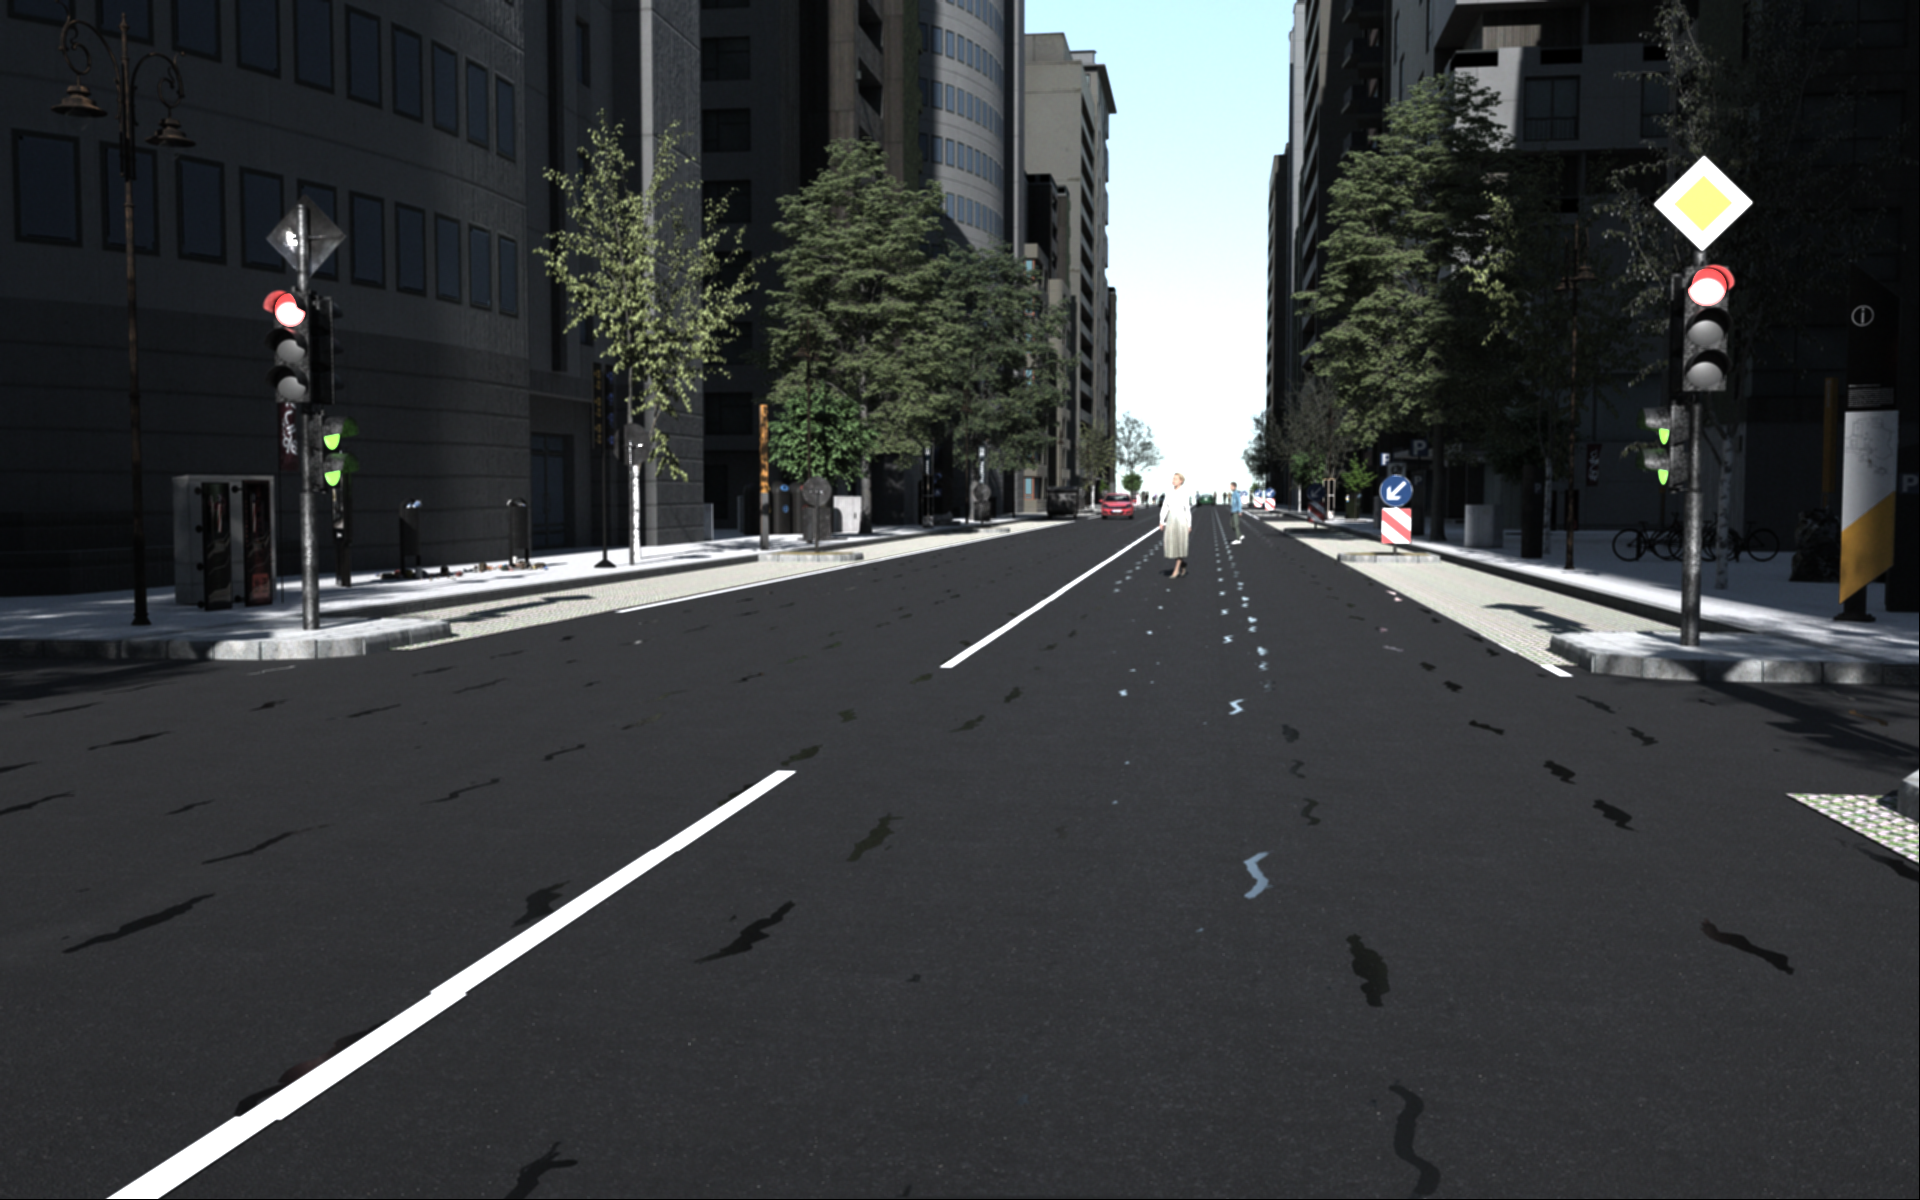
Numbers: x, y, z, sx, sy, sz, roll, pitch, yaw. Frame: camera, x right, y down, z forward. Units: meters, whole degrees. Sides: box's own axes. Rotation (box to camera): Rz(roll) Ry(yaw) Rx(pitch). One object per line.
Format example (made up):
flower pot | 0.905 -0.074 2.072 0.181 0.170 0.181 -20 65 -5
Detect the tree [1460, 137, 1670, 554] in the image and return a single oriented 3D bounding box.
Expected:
tree | 12.757 -5.279 36.666 4.737 8.622 4.395 0 3 0

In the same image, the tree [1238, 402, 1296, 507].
tree | 31.865 -14.668 174.241 8.767 10.594 7.601 3 4 39

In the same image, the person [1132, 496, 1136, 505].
person | 20.474 -11.905 203.818 0.551 1.740 0.621 -3 4 -38

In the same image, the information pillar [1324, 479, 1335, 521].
information pillar | 17.937 -4.851 83.807 0.304 2.012 0.304 0 4 -1

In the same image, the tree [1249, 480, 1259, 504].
tree | 40.020 -14.742 235.633 1.663 3.219 1.824 0 3 0

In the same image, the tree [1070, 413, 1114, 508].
tree | 12.031 -12.607 156.493 4.360 8.622 3.978 0 3 0

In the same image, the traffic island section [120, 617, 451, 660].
traffic island section | -6.168 0.358 16.431 2.009 0.180 2.903 1 4 8

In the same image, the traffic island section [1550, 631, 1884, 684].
traffic island section | 6.194 0.467 14.647 2.009 0.180 2.903 1 4 8

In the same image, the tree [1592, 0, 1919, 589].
tree | 10.457 -4.464 23.351 4.360 8.622 3.978 0 3 0

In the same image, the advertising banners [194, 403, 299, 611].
advertising banners | -8.065 -1.443 19.784 0.090 3.025 2.074 1 4 11

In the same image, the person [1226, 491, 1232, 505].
person | 36.889 -13.985 237.245 0.705 1.812 1.348 -2 4 -34

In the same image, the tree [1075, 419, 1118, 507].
tree | 12.931 -13.277 167.436 4.737 8.622 4.395 0 3 0

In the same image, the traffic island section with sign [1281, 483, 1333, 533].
traffic island section with sign | 13.008 -3.389 64.038 1.989 1.847 2.006 1 4 8

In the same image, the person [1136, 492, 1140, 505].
person | 22.554 -12.832 218.976 0.621 1.740 0.551 -1 4 -23

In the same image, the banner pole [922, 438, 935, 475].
banner pole | -1.361 -5.305 76.753 0.863 3.779 0.401 -3 5 -42

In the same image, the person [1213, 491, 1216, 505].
person | 32.934 -13.174 223.862 0.705 1.831 1.348 0 4 0

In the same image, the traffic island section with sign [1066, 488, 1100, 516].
traffic island section with sign | 8.082 -6.508 115.029 1.989 1.847 2.006 1 4 8

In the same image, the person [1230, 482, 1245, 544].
person | 7.997 -2.517 49.992 0.444 1.785 0.601 1 4 9

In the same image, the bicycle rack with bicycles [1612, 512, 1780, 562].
bicycle rack with bicycles | 14.258 -1.232 33.533 2.925 0.926 2.852 2 4 24

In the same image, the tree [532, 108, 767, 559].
tree | -6.162 -5.117 34.022 4.737 8.622 4.395 0 3 0

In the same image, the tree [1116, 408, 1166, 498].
tree | 24.493 -20.692 248.689 12.009 13.543 11.850 0 3 0

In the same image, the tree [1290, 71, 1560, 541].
tree | 12.819 -7.911 47.466 7.486 12.596 7.792 0 3 0

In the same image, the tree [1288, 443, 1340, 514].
tree | 22.713 -7.790 111.074 4.285 4.588 4.351 0 3 0

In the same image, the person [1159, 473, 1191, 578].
person | 3.738 -1.282 29.690 0.478 1.798 0.641 3 5 42

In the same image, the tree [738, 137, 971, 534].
tree | -3.295 -8.442 56.154 7.486 12.596 7.792 0 3 0

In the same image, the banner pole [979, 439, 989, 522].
banner pole | 1.097 -5.430 78.795 0.401 3.779 0.863 -3 4 -37

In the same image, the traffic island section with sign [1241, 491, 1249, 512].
traffic island section with sign | 23.957 -8.027 139.877 1.989 1.847 2.006 1 4 8

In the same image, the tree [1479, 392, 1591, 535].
tree | 18.198 -4.361 55.008 4.285 4.588 4.351 0 3 0

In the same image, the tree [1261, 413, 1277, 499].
tree | 23.228 -10.342 119.459 4.360 8.622 3.978 0 3 0

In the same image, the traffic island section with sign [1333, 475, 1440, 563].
traffic island section with sign | 9.079 -1.725 36.827 1.989 1.847 2.006 1 4 8

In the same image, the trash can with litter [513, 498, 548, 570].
trash can with litter | -7.809 -1.124 29.434 1.678 1.210 2.233 1 4 18

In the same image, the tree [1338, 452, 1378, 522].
tree | 18.230 -5.234 80.173 1.663 3.219 1.824 0 3 0

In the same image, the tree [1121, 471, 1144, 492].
tree | 23.700 -15.547 237.912 4.285 4.588 4.351 0 3 0

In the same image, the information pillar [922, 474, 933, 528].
information pillar | -1.208 -3.702 65.022 0.304 2.012 0.304 3 5 39

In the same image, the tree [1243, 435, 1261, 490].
tree | 35.321 -15.339 201.149 4.360 8.622 3.978 0 3 0

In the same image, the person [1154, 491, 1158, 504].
person | 28.133 -14.680 248.390 0.709 1.838 0.599 2 4 28

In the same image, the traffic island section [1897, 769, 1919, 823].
traffic island section | 5.053 0.950 6.744 2.009 0.180 2.903 1 4 8

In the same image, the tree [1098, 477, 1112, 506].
tree | 15.728 -12.011 190.988 1.663 3.219 1.824 0 3 0

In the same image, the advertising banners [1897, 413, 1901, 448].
advertising banners | 20.120 -2.493 36.941 0.090 3.025 2.074 1 4 18

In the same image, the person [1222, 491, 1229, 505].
person | 34.056 -13.114 222.924 1.348 1.822 0.705 3 4 37

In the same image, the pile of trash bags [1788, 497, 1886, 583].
pile of trash bags | 13.747 -1.011 26.282 1.912 1.369 3.447 2 4 33

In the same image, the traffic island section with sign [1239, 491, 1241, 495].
traffic island section with sign | 31.841 -11.362 194.388 1.989 1.847 2.006 1 4 8

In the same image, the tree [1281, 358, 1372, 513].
tree | 20.086 -8.730 93.097 4.360 8.622 3.978 0 3 0

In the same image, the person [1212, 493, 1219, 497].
person | 36.219 -14.474 245.824 1.217 1.739 0.721 1 4 20

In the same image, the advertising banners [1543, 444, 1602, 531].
advertising banners | 21.236 -3.913 60.170 2.074 3.025 0.090 0 4 1

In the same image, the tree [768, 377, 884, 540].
tree | -3.850 -3.977 48.736 4.285 4.588 4.351 0 3 0

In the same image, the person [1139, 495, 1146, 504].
person | 23.961 -13.323 226.428 1.348 1.812 0.705 2 4 35

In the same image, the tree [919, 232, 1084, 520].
tree | 0.859 -10.902 84.903 9.857 13.997 8.962 0 3 0

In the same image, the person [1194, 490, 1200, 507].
person | 25.884 -11.037 188.939 0.705 1.826 1.348 2 4 35

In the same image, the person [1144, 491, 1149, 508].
person | 19.153 -10.315 177.979 0.721 1.723 1.217 2 4 23

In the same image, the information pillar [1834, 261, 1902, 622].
information pillar | 9.097 -1.589 17.331 0.504 3.616 0.183 3 5 43

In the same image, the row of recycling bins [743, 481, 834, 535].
row of recycling bins | -5.504 -2.955 55.424 1.069 1.692 3.534 3 5 42

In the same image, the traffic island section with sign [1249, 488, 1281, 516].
traffic island section with sign | 19.989 -6.349 112.428 1.989 1.847 2.006 1 4 8

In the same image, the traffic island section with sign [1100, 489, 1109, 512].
traffic island section with sign | 11.972 -8.158 142.018 1.989 1.847 2.006 1 4 8

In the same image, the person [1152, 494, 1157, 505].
person | 25.631 -13.221 227.901 0.697 1.427 0.421 1 4 16

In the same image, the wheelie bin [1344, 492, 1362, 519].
wheelie bin | 20.105 -4.931 88.526 0.693 1.594 0.980 3 5 40

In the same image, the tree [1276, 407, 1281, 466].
tree | 20.884 -9.238 101.408 4.360 8.622 3.978 0 3 0

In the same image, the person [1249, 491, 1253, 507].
person | 32.023 -11.133 190.528 0.705 1.824 1.348 0 4 -1

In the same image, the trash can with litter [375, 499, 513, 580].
trash can with litter | -8.226 -0.964 26.814 1.678 1.210 2.233 1 4 10

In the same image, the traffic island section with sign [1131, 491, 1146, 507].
traffic island section with sign | 19.888 -11.512 196.847 1.989 1.847 2.006 1 4 8
